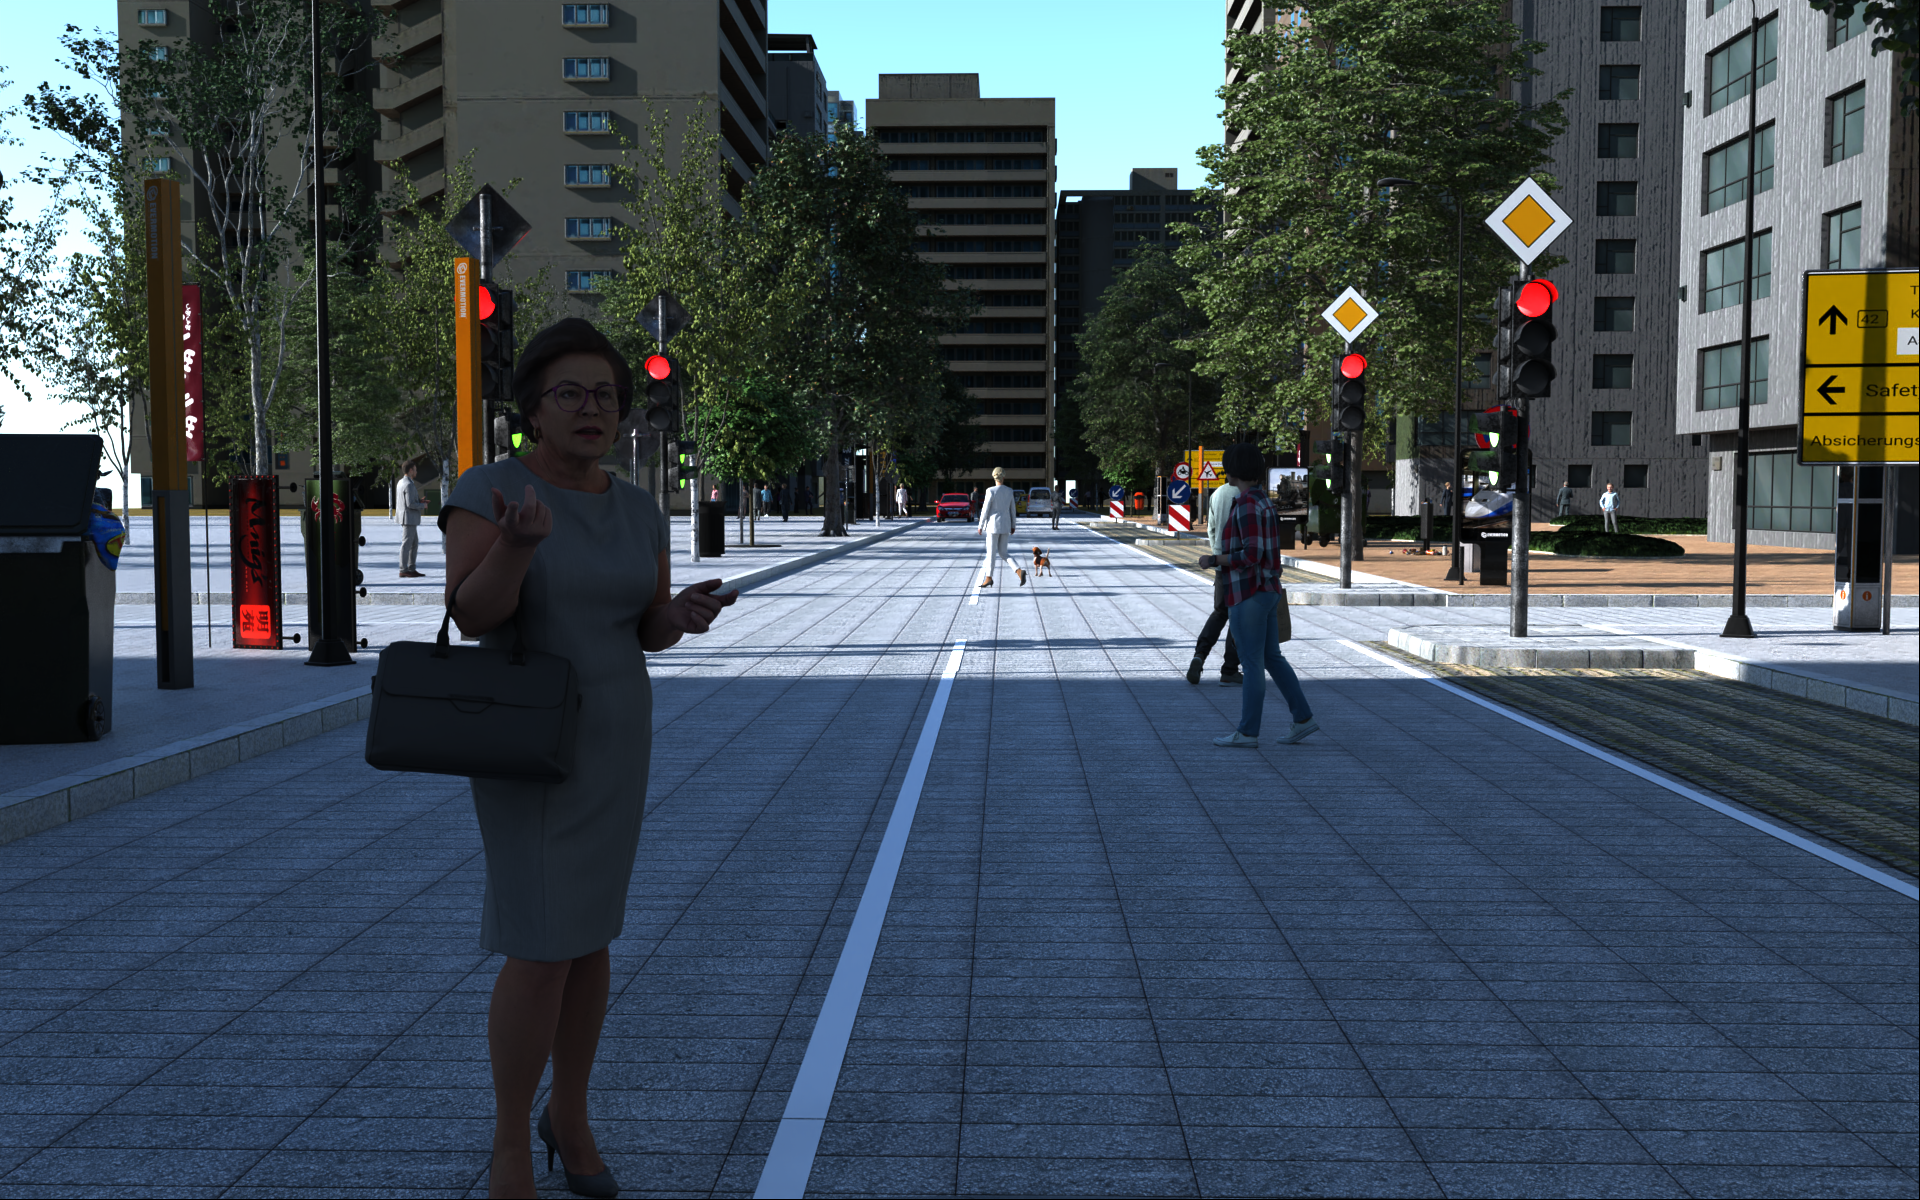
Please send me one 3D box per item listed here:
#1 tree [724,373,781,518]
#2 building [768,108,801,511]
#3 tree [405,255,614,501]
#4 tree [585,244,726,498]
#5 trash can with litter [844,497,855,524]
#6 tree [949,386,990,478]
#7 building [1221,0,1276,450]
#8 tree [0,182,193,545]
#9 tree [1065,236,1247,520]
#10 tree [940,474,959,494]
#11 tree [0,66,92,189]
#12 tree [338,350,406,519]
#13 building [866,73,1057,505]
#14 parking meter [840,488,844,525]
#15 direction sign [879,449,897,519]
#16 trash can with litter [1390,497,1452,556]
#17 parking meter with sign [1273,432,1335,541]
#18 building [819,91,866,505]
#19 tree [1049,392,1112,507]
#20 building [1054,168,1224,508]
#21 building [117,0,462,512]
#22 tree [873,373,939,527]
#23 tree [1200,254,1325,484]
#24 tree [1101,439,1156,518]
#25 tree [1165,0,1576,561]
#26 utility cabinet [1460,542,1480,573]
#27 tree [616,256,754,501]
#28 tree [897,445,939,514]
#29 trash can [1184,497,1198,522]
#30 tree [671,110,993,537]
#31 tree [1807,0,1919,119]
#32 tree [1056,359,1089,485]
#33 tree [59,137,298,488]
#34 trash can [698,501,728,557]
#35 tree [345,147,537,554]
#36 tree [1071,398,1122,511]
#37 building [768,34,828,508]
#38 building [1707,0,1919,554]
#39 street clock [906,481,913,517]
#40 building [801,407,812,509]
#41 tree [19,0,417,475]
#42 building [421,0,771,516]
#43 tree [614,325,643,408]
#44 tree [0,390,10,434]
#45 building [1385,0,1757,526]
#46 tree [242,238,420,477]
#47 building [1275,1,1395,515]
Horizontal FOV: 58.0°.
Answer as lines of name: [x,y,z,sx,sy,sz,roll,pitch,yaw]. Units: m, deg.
tree: [-11.164,-8.693,92.497,4.360,8.622,3.978,0,3,0]
building: [-19.941,-21.800,128.128,14.160,30.474,14.107,0,4,2]
tree: [-13.465,-6.214,51.967,4.360,8.622,3.978,0,3,0]
tree: [-13.906,-9.816,78.624,7.486,12.596,7.792,0,3,0]
trash can with litter: [-4.897,-3.902,75.191,0.624,1.170,1.055,-1,4,-23]
tree: [-1.013,-14.019,154.970,9.928,11.665,9.643,0,3,0]
building: [31.437,-30.826,127.707,21.300,48.544,21.600,0,4,2]
tree: [-21.405,-5.717,43.828,4.360,8.622,3.978,0,3,0]
tree: [10.118,-11.023,86.877,9.857,13.997,8.962,0,3,0]
tree: [-1.077,-9.358,147.609,1.663,3.219,1.824,0,3,0]
tree: [-16.930,-4.815,29.094,4.360,8.622,3.978,0,3,0]
tree: [-29.144,-8.399,87.678,4.360,8.622,3.978,0,3,0]
building: [0.325,-35.459,203.455,21.600,48.544,21.300,0,4,2]
parking meter: [-4.967,-3.865,71.603,0.372,1.533,0.369,0,3,0]
direction sign: [-3.642,-5.856,87.743,0.876,3.537,0.379,1,4,9]
trash can with litter: [10.026,-1.585,36.973,1.678,1.210,2.233,0,4,8]
parking meter with sign: [9.571,-3.169,48.080,1.738,3.016,0.543,3,4,39]
building: [-26.205,-35.824,205.323,30.456,49.044,23.786,0,4,2]
tree: [12.569,-15.051,171.841,9.928,11.665,9.643,0,3,0]
building: [23.276,-31.626,208.973,23.993,40.220,32.217,0,4,2]
building: [-58.771,-32.435,154.021,21.600,48.544,21.300,0,4,2]
tree: [-3.074,-7.204,68.142,4.737,8.622,4.395,0,3,0]
tree: [9.146,-6.305,53.451,4.360,8.622,3.978,0,3,0]
tree: [10.629,-7.458,105.650,4.285,4.588,4.351,0,3,0]
tree: [7.917,-7.012,32.776,7.486,12.596,7.792,0,3,0]
utility cabinet: [8.495,-1.077,28.770,0.306,1.237,1.020,2,4,28]
tree: [-10.438,-8.222,68.849,8.767,10.594,7.601,0,4,4]
tree: [-2.939,-7.937,113.480,4.285,4.588,4.351,0,3,0]
trash can: [10.492,-4.128,79.152,0.748,1.137,0.748,0,3,0]
tree: [-3.905,-8.279,52.363,9.611,12.733,9.660,0,3,0]
tree: [7.109,-6.081,6.075,9.857,13.997,8.962,0,3,0]
tree: [11.162,-13.662,141.507,7.486,12.596,7.792,0,3,0]
tree: [-16.708,-5.252,36.227,4.737,8.622,4.395,0,3,0]
trash can: [-5.096,-1.443,35.254,0.748,1.137,0.748,0,3,0]
tree: [-11.151,-5.313,37.224,4.737,8.622,4.395,0,3,0]
tree: [10.252,-10.930,129.063,4.360,8.622,3.978,0,3,0]
building: [-19.221,-28.973,157.308,14.086,41.232,14.154,0,4,2]
building: [25.956,-16.342,38.901,14.107,30.474,14.160,0,4,2]
street clock: [-2.857,-5.719,98.076,0.358,2.002,0.471,2,4,25]
building: [-20.021,-22.662,142.217,14.160,30.474,14.107,0,4,2]
tree: [-23.964,-12.248,56.138,12.611,20.169,13.585,0,3,0]
building: [-24.172,-29.716,109.558,21.300,48.544,21.600,0,4,2]
tree: [-13.170,-6.637,58.880,4.360,8.622,3.978,0,3,0]
tree: [-53.897,-11.432,88.730,13.155,14.587,18.604,-2,4,-28]
building: [27.686,-19.043,83.059,14.160,30.474,14.107,0,4,2]
tree: [-28.106,-9.757,77.647,7.486,12.596,7.792,0,3,0]
building: [27.952,-28.130,110.028,14.600,45.320,14.200,0,4,2]
